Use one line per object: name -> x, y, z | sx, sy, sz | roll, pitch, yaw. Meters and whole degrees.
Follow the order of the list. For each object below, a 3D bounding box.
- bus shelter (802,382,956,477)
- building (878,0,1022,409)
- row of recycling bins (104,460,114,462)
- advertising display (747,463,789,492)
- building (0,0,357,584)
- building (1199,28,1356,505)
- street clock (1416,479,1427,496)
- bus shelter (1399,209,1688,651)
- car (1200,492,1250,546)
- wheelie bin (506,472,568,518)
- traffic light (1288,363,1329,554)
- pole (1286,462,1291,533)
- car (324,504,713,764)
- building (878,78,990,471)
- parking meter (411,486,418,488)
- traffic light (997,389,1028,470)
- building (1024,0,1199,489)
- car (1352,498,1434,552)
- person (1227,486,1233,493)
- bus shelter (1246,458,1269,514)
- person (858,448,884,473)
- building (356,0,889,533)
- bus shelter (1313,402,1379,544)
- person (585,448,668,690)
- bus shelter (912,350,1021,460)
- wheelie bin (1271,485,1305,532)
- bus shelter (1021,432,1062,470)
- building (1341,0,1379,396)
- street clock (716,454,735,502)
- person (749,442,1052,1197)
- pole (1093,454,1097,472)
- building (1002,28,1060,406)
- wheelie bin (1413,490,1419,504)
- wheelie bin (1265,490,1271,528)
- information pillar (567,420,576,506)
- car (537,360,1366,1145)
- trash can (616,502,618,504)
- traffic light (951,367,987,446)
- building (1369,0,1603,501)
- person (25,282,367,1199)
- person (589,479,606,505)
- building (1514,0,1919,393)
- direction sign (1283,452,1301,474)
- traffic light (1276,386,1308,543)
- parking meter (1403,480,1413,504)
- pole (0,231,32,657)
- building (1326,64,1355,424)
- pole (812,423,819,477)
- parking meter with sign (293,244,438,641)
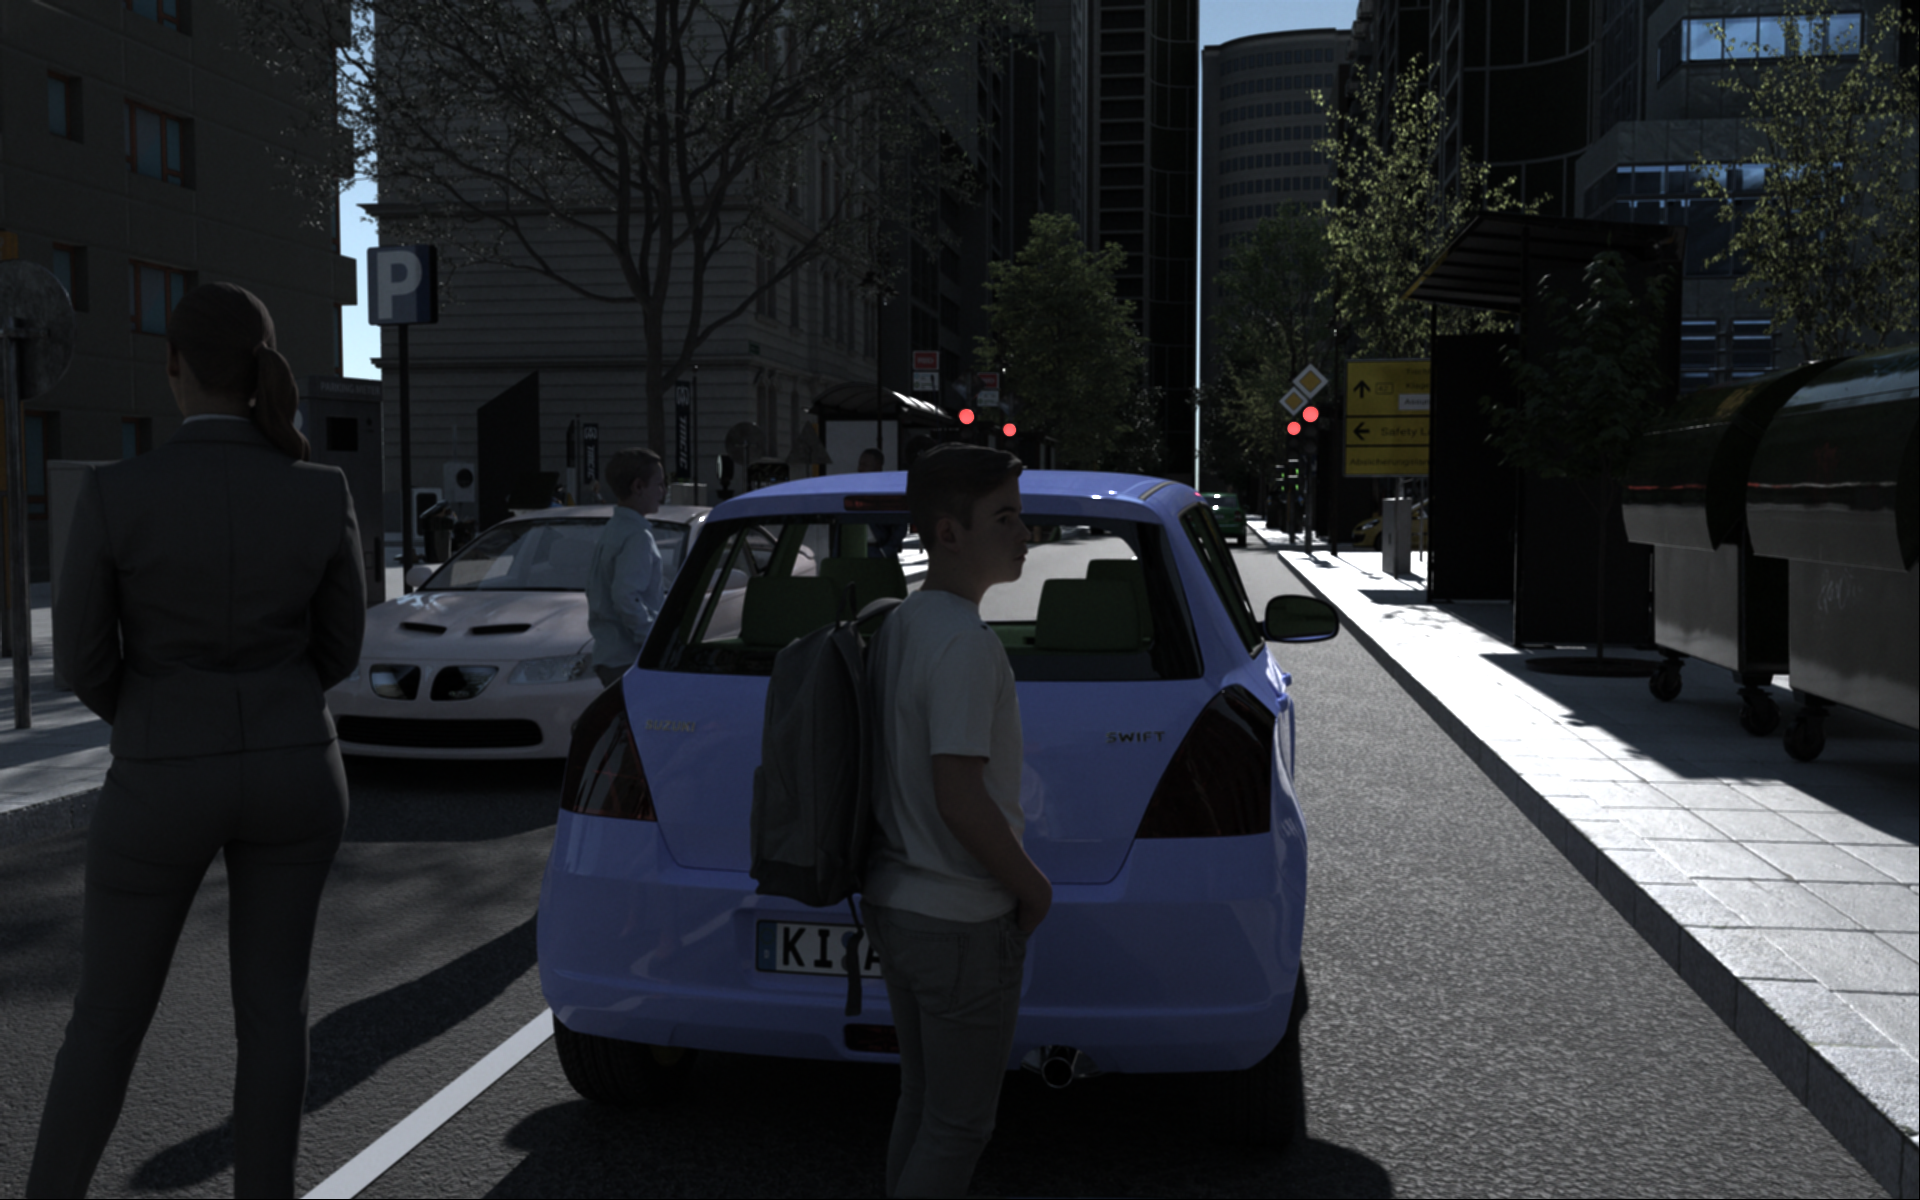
bus shelter -> -1.474, -2.461, 34.154 | 2.014, 3.302, 5.546 | 1, 4, 8
building -> 2.243, -45.327, 179.352 | 20.611, 71.187, 20.563 | 1, 4, 8
row of recycling bins -> -10.512, -0.955, 22.730 | 1.069, 1.692, 3.534 | 0, 4, -5
advertising display -> -3.959, -1.871, 35.810 | 0.974, 1.923, 0.123 | -3, 5, -40
building -> -28.209, -10.841, 22.288 | 28.899, 21.520, 27.650 | 1, 4, 8
building -> 44.489, -41.366, 218.332 | 28.212, 58.520, 21.231 | 1, 4, 8
street clock -> 21.868, -4.745, 82.153 | 0.471, 2.002, 0.358 | 0, 4, 1
bus shelter -> 5.571, -1.591, 17.298 | 1.731, 3.624, 6.357 | 1, 4, 8
car -> 7.256, -2.476, 49.279 | 1.959, 1.807, 4.718 | 1, 4, 9
wheelie bin -> -5.948, -1.008, 24.396 | 0.980, 1.594, 0.693 | 1, 4, 17
traffic light -> 7.491, -2.955, 37.230 | 0.839, 4.253, 0.868 | 1, 4, 8
pole -> 10.760, -3.837, 56.572 | 0.158, 3.312, 0.155 | 0, 3, 0
car -> -2.133, 0.111, 10.555 | 2.083, 1.381, 4.827 | 1, 4, 10
building -> -7.297, -16.814, 93.977 | 14.314, 24.678, 30.058 | 1, 4, 8
parking meter -> -16.506, -2.693, 52.439 | 0.372, 1.533, 0.369 | 0, 3, 0
traffic light -> 1.374, -3.503, 46.187 | 0.839, 4.253, 0.868 | 1, 4, 8
building -> 19.830, -47.872, 220.957 | 20.611, 71.187, 20.563 | 1, 4, 8
car -> 11.334, -1.883, 41.014 | 3.980, 1.641, 2.015 | 1, 4, 9
person -> 9.944, -3.350, 63.944 | 0.731, 1.740, 0.598 | 3, 5, 41
bus shelter -> 19.420, -7.487, 113.703 | 1.731, 3.624, 6.357 | 1, 4, 9
person -> -0.769, -0.320, 13.923 | 0.721, 1.800, 0.419 | 1, 4, 18
building -> -11.250, -17.099, 66.955 | 14.401, 28.519, 23.554 | 1, 4, 8
bus shelter -> 10.404, -3.426, 47.294 | 1.731, 3.624, 6.357 | 1, 4, 9
person -> -1.226, 0.233, 6.505 | 0.330, 1.601, 0.589 | -1, 4, -15
bus shelter -> 0.139, -4.483, 50.930 | 2.179, 5.291, 8.768 | 1, 4, 8
wheelie bin -> 11.190, -3.085, 58.348 | 0.980, 1.594, 0.693 | 3, 4, 38
bus shelter -> 2.017, -5.012, 59.574 | 2.179, 5.291, 8.768 | 1, 4, 9
building -> 45.928, -32.675, 153.845 | 23.786, 49.044, 30.456 | 1, 4, 8
street clock -> -4.242, -1.637, 31.327 | 0.358, 2.002, 0.471 | -1, 4, -20
person -> -0.045, 0.509, 2.781 | 0.503, 1.515, 0.523 | 3, 4, 38
pole -> 6.096, -5.169, 78.355 | 0.158, 3.312, 0.155 | 0, 3, 0
building -> 0.999, -28.508, 149.694 | 14.154, 41.232, 14.086 | 1, 4, 8
wheelie bin -> 22.432, -4.782, 86.095 | 0.693, 1.594, 0.980 | 1, 4, 10
wheelie bin -> 11.895, -3.495, 65.055 | 0.693, 1.594, 0.980 | 2, 4, 34
information pillar -> -12.174, -3.847, 54.255 | 0.183, 3.616, 0.504 | 1, 4, 9
car -> 0.165, 0.267, 5.226 | 1.945, 1.707, 3.694 | 1, 4, 10
trash can -> -5.577, -1.123, 30.020 | 0.748, 1.137, 0.748 | 0, 3, 0
traffic light -> 0.206, -3.019, 38.287 | 0.839, 4.253, 0.868 | 1, 4, 8
building -> 40.058, -42.203, 128.272 | 20.563, 71.187, 20.611 | 1, 4, 8
person -> -1.377, 0.348, 3.085 | 0.573, 1.790, 0.520 | 3, 5, 40
person -> -8.971, -2.101, 43.038 | 0.526, 1.800, 0.537 | 2, 4, 33
building -> 35.937, -45.644, 58.946 | 31.000, 86.520, 22.319 | 1, 4, 8
direction sign -> 16.703, -5.820, 87.148 | 0.876, 3.537, 0.379 | 1, 4, 17
traffic light -> 8.659, -3.438, 45.130 | 0.839, 4.253, 0.868 | 1, 4, 8
parking meter -> 18.075, -3.932, 70.004 | 0.399, 1.863, 0.255 | 0, 4, -8
pole -> -7.451, -1.207, 13.581 | 0.158, 3.312, 0.155 | 0, 3, 0
building -> 44.951, -32.213, 176.798 | 14.600, 45.320, 14.200 | 1, 4, 8
pole -> -4.172, -3.442, 50.120 | 0.158, 3.312, 0.155 | 0, 3, 0
parking meter with sign -> -4.235, -0.932, 11.500 | 0.543, 3.016, 1.738 | 1, 4, 22
